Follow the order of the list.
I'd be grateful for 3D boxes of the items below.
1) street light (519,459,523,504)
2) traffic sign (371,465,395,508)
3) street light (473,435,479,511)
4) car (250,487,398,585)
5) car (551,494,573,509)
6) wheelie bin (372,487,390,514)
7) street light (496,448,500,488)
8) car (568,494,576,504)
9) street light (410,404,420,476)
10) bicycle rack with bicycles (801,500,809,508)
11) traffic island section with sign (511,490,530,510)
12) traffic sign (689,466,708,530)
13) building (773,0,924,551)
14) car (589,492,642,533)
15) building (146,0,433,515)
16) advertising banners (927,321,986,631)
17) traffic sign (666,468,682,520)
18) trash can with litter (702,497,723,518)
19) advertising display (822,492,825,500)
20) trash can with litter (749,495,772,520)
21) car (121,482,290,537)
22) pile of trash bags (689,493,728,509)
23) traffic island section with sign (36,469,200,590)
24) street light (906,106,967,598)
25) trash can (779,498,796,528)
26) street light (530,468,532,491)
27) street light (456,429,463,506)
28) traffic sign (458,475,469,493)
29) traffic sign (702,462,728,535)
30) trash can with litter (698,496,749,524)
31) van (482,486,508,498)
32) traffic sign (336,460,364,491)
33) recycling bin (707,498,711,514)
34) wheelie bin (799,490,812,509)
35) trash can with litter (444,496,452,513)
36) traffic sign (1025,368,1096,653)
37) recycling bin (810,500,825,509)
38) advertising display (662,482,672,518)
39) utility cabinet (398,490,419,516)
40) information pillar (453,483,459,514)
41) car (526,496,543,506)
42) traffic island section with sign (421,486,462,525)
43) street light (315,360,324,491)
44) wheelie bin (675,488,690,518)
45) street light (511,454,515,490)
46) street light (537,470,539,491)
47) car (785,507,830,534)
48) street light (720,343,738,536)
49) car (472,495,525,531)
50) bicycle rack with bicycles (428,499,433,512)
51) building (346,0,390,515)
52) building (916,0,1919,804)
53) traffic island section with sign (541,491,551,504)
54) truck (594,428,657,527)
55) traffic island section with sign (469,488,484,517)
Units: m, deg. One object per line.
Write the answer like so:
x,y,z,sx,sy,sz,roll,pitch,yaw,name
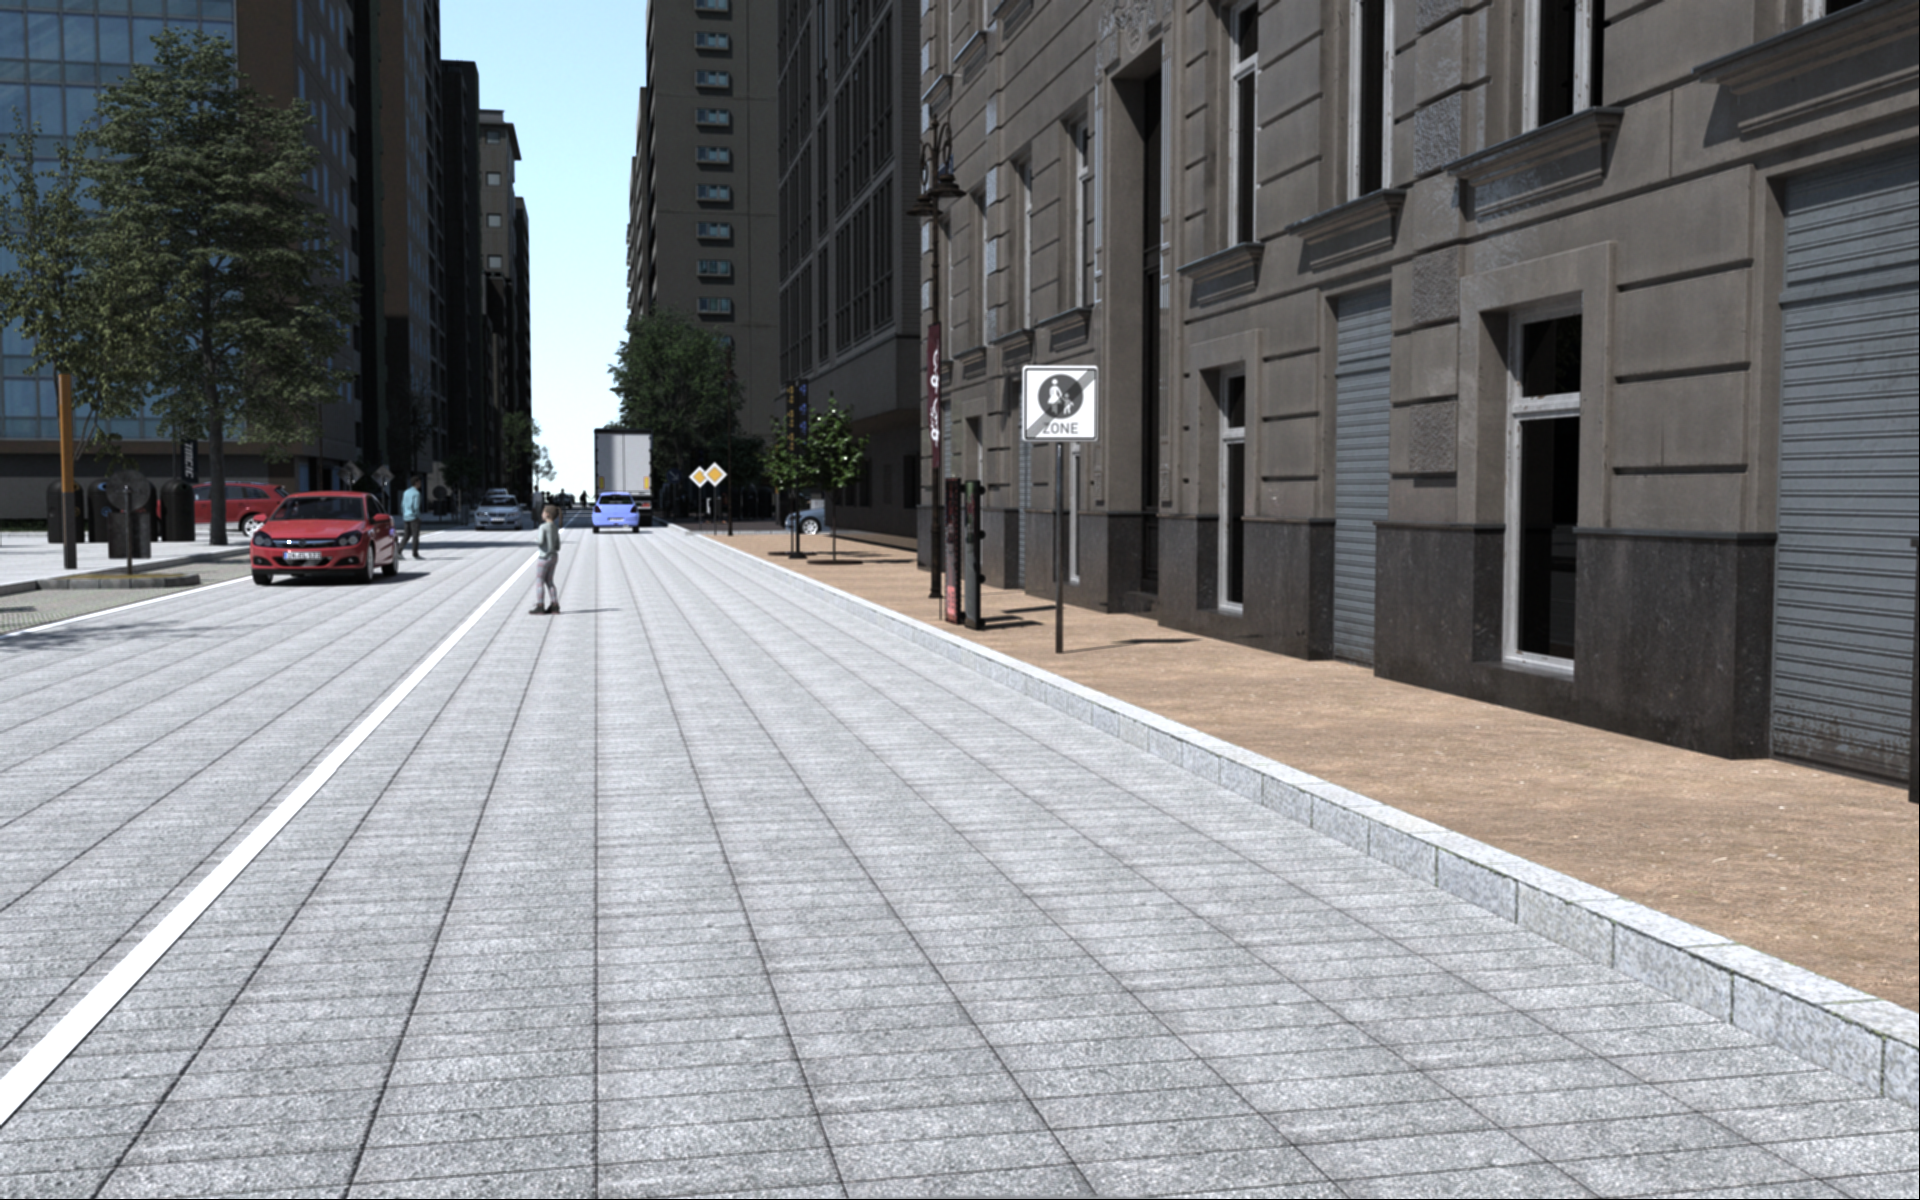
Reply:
-54.590,-14.838,215.386,0.468,5.910,1.993,-1,4,-12,street light
-19.755,-3.406,59.325,0.795,2.450,0.064,-1,4,-12,traffic sign
-37.544,-9.880,134.325,0.468,5.910,1.993,-1,4,-12,street light
-10.540,-1.213,28.878,2.155,1.783,4.494,-1,4,-10,car
-38.773,-9.601,168.775,2.131,1.459,4.920,-1,4,-11,car
-26.667,-4.390,79.689,0.693,1.594,0.980,-3,4,-37,wheelie bin
-44.050,-11.779,165.374,0.468,5.910,1.993,-1,4,-12,street light
-55.464,-14.388,245.463,2.015,1.641,3.980,-1,4,-12,car
-28.158,-7.143,89.569,0.468,5.910,1.993,-1,4,-12,street light
-9.353,-6.126,113.545,2.852,0.926,2.925,0,4,-3,bicycle rack with bicycles
-40.299,-9.087,157.197,1.989,1.847,2.006,-1,4,-12,traffic island section with sign
-9.234,-3.539,61.501,0.795,2.450,0.064,-1,4,-12,traffic sign
3.607,-15.216,42.294,14.314,27.812,24.014,-1,4,-12,building
-12.802,-3.352,64.397,1.945,1.707,3.694,-1,4,-12,car
-41.620,-28.115,109.793,14.600,45.320,14.200,-1,4,-12,building
-0.064,-1.278,17.087,0.090,3.025,2.074,-1,4,-14,advertising banners
-13.890,-5.143,84.191,0.768,2.556,0.104,-1,4,-10,traffic sign
-13.088,-4.892,91.370,0.624,1.170,1.055,3,4,37,trash can with litter
-7.519,-5.775,99.633,0.974,1.923,0.123,-3,4,-38,advertising display
-10.428,-4.681,87.592,1.678,1.210,2.233,-3,5,-43,trash can with litter
-23.615,-2.811,54.628,5.304,1.827,2.281,-1,4,-10,car
-18.677,-7.350,129.928,1.912,1.369,3.447,3,5,39,pile of trash bags
-12.968,-1.114,26.849,1.989,1.847,2.006,-1,4,-12,traffic island section with sign
-0.300,-2.961,21.199,0.468,5.910,1.993,-1,4,-12,street light
-6.543,-3.322,65.966,0.748,1.137,0.748,0,3,0,trash can
-60.907,-16.707,245.953,0.468,5.910,1.993,-1,4,-12,street light
-34.575,-9.001,119.959,0.468,5.910,1.993,-1,4,-12,street light
-33.804,-7.210,117.988,0.768,2.556,0.104,-1,4,-10,traffic sign
-7.595,-3.061,53.685,0.795,2.450,0.064,-1,4,-12,traffic sign
-10.689,-3.972,75.999,1.678,1.210,2.233,-3,4,-38,trash can with litter
-32.908,-7.095,123.009,2.013,2.044,4.112,-1,4,-12,van
-18.116,-2.928,51.509,0.795,2.450,0.064,-1,4,-12,traffic sign
-15.621,-5.965,110.084,0.722,1.027,0.722,1,4,20,recycling bin
-10.979,-7.010,122.525,0.980,1.594,0.693,-3,5,-40,wheelie bin
-34.902,-6.537,118.260,0.624,1.170,1.055,0,4,-7,trash can with litter
0.799,-0.719,13.891,0.606,2.300,0.079,0,4,-2,traffic sign
-6.496,-4.117,79.866,0.722,1.027,0.722,-1,4,-15,recycling bin
-15.586,-5.320,92.198,0.123,1.923,0.974,-2,4,-35,advertising display
-32.549,-5.721,102.210,1.173,1.500,0.318,-1,4,-22,utility cabinet
-32.131,-6.477,110.385,0.304,2.012,0.304,-2,4,-26,information pillar
-48.790,-11.422,198.754,2.014,1.417,4.499,-1,4,-10,car
-24.429,-4.459,81.526,1.989,1.847,2.006,-1,4,-12,traffic island section with sign
-21.834,-5.283,59.159,0.468,5.910,1.993,-1,4,-12,street light
-15.011,-5.249,93.727,0.693,1.594,0.980,-2,4,-34,wheelie bin
-50.606,-13.673,196.342,0.468,5.910,1.993,-1,4,-12,street light
-67.301,-18.566,276.348,0.468,5.910,1.993,-1,4,-12,street light
-3.751,-2.904,59.477,4.499,1.417,2.014,-1,4,-11,car
-7.069,-4.915,53.141,0.468,5.910,1.993,-1,4,-12,street light
-18.394,-3.495,69.150,2.014,1.417,4.499,-1,4,-13,car
-37.247,-6.667,122.392,2.925,0.926,2.852,-3,5,-42,bicycle rack with bicycles
-37.561,-19.376,88.503,14.160,30.474,14.107,-1,4,-12,building
7.271,-13.502,18.029,12.463,27.353,25.104,-1,4,-12,building
-62.671,-15.613,263.901,1.989,1.847,2.006,-1,4,-12,traffic island section with sign
-15.306,-5.532,79.362,2.839,4.237,11.283,-1,4,-10,truck
-30.030,-6.089,108.181,1.989,1.847,2.006,-1,4,-12,traffic island section with sign
